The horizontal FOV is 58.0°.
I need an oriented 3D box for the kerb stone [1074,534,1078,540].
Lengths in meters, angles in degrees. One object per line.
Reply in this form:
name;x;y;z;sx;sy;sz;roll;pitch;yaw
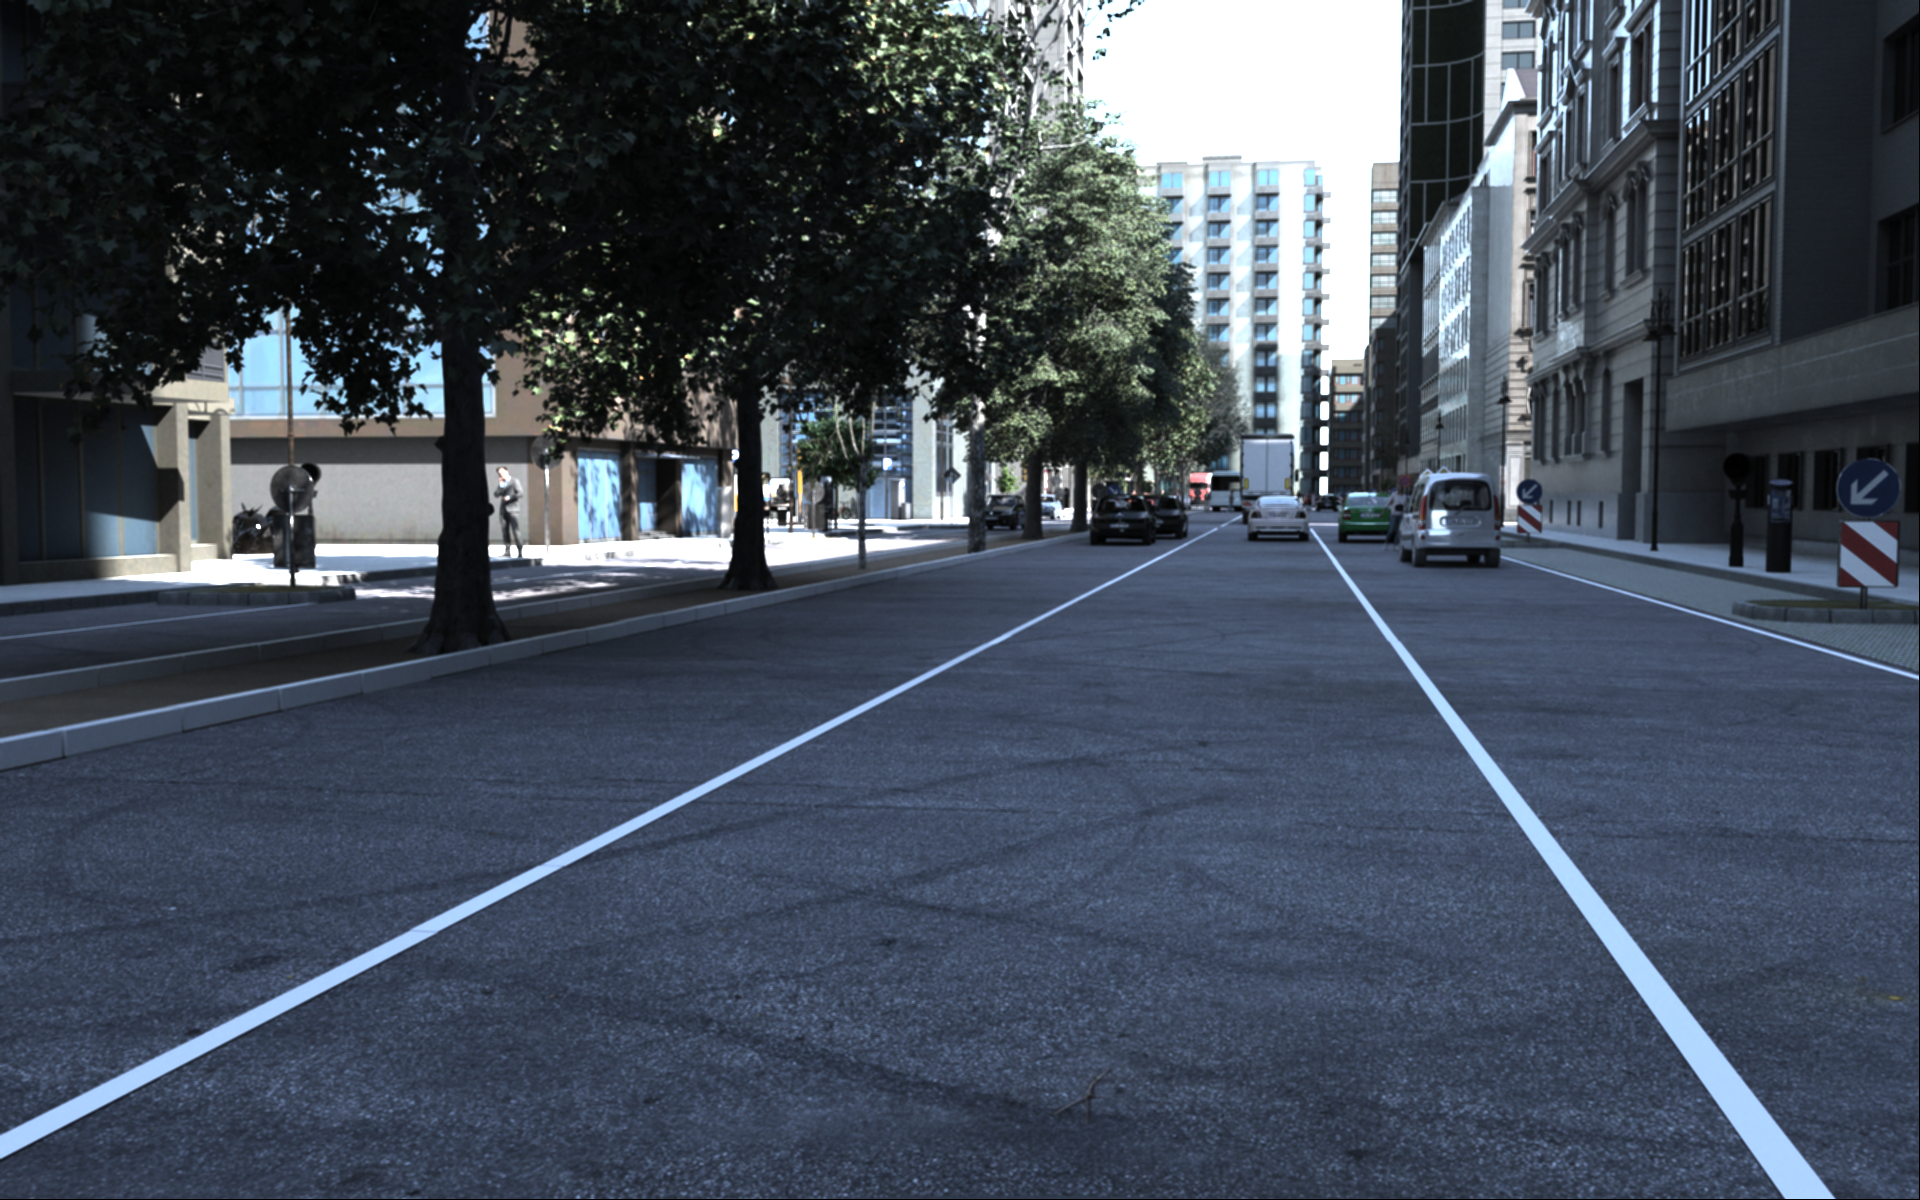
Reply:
kerb stone;3.498;-1.959;54.267;0.120;0.150;1.000;1;4;11

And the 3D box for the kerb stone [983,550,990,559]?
kerb stone;0.472;-0.968;38.138;0.120;0.150;1.000;1;4;11

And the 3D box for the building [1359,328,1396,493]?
building;59.433;-21.222;192.017;27.650;21.520;28.899;1;4;11

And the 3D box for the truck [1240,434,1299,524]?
truck;15.382;-5.948;86.168;2.839;4.237;11.283;1;4;11

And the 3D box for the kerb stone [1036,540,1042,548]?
kerb stone;1.985;-1.468;46.190;0.120;0.150;1.000;1;4;11

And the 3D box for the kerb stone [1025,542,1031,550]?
kerb stone;1.605;-1.344;44.177;0.120;0.150;1.000;1;4;11

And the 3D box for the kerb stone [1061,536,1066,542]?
kerb stone;2.930;-1.776;51.235;0.120;0.150;1.000;1;4;11

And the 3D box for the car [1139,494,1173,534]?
car;6.988;-3.250;62.920;2.009;1.686;4.222;1;4;11

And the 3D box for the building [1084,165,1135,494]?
building;2.640;-30.413;189.125;32.217;40.220;23.993;1;4;11

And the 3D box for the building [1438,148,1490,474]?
building;31.941;-14.589;93.280;10.420;20.320;16.860;1;4;11

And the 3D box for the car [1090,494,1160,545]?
car;4.720;-2.447;49.795;2.009;1.686;4.222;1;4;9

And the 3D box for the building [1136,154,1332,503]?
building;37.110;-38.356;246.728;30.456;49.044;23.786;1;4;11

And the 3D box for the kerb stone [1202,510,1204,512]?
kerb stone;18.905;-6.985;136.410;0.120;0.150;1.000;1;4;11

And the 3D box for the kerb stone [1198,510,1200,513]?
kerb stone;17.774;-6.612;130.353;0.120;0.150;1.000;1;4;11

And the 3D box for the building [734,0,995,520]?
building;-9.477;-48.162;100.113;22.319;86.520;31.000;1;4;11

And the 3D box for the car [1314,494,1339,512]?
car;30.478;-8.200;143.850;2.009;1.686;4.222;1;4;9

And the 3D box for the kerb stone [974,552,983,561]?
kerb stone;0.286;-0.914;37.132;0.120;0.150;1.000;1;4;11

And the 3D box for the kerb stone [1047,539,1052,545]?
kerb stone;2.363;-1.591;48.204;0.120;0.150;1.000;1;4;11

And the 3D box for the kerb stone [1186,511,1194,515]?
kerb stone;16.256;-6.122;122.290;0.120;0.150;1.000;1;4;11

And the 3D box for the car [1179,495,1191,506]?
car;23.785;-10.621;186.011;2.083;1.381;4.827;1;4;9

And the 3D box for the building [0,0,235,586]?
building;-23.532;-22.380;20.543;22.147;44.769;28.867;1;4;11

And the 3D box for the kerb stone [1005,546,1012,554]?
kerb stone;1.036;-1.160;41.160;0.120;0.150;1.000;1;4;11

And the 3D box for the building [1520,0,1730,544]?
building;25.919;-16.302;53.922;14.401;28.519;23.554;1;4;11

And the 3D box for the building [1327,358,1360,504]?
building;67.113;-24.472;245.154;28.899;21.520;27.650;1;4;11

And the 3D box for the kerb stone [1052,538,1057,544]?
kerb stone;2.551;-1.653;49.227;0.120;0.150;1.000;1;4;11

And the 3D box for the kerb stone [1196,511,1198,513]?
kerb stone;17.199;-6.430;127.326;0.120;0.150;1.000;1;4;11

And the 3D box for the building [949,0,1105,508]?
building;3.407;-44.465;165.262;20.563;71.187;20.611;1;4;11

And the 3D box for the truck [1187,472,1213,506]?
truck;30.577;-14.098;219.414;2.839;4.237;11.283;1;4;12

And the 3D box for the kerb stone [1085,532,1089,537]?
kerb stone;4.067;-2.143;57.293;0.120;0.150;1.000;1;4;11

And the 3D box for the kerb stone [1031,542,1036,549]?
kerb stone;1.790;-1.404;45.187;0.120;0.150;1.000;1;4;11

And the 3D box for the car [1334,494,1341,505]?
car;47.040;-12.801;218.097;1.959;1.807;4.718;1;4;13

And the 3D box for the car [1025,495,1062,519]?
car;4.792;-5.335;99.233;2.014;1.417;4.499;1;4;11

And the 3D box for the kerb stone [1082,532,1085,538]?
kerb stone;3.875;-2.085;56.284;0.120;0.150;1.000;1;4;11

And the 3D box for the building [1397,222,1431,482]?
building;42.100;-19.239;133.621;14.314;24.678;30.058;1;4;11

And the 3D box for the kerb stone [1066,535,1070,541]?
kerb stone;3.117;-1.836;52.251;0.120;0.150;1.000;1;4;11

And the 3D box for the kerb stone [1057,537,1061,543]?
kerb stone;2.747;-1.713;50.230;0.120;0.150;1.000;1;4;11

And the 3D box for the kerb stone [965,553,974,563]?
kerb stone;0.096;-0.852;36.127;0.120;0.150;1.000;1;4;11

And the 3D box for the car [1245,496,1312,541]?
car;10.016;-2.575;54.469;2.083;1.381;4.827;1;4;10

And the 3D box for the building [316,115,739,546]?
building;-14.957;-24.392;48.915;14.600;45.320;14.200;1;4;11

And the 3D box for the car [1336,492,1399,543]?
car;12.394;-2.674;52.520;1.959;1.807;4.718;1;4;12

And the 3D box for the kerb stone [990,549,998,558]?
kerb stone;0.668;-1.036;39.140;0.120;0.150;1.000;1;4;11

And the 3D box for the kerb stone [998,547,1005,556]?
kerb stone;0.847;-1.098;40.146;0.120;0.150;1.000;1;4;11

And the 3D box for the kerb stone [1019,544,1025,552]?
kerb stone;1.419;-1.283;43.171;0.120;0.150;1.000;1;4;11

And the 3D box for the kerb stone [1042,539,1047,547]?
kerb stone;2.180;-1.529;47.198;0.120;0.150;1.000;1;4;11

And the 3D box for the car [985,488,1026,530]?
car;1.663;-3.683;70.004;2.009;1.686;4.222;1;4;12

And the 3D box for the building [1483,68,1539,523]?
building;33.881;-14.089;79.506;18.267;20.994;9.793;1;4;11

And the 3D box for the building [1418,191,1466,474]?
building;34.938;-15.987;110.535;9.793;20.994;18.267;1;4;11

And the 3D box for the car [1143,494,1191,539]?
car;6.503;-2.859;56.525;2.009;1.686;4.222;1;4;10

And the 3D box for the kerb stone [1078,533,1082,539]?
kerb stone;3.687;-2.018;55.280;0.120;0.150;1.000;1;4;11

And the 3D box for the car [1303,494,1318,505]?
car;45.298;-13.128;223.676;2.155;1.783;4.494;1;4;10

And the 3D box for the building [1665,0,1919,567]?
building;21.810;-12.725;27.116;14.314;24.678;30.058;1;4;11

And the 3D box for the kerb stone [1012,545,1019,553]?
kerb stone;1.235;-1.221;42.166;0.120;0.150;1.000;1;4;11

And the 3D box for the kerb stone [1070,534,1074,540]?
kerb stone;3.302;-1.893;53.263;0.120;0.150;1.000;1;4;11

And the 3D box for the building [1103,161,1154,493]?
building;9.662;-34.589;220.152;28.867;44.769;22.147;1;4;11

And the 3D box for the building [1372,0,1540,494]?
building;51.192;-44.566;166.903;20.563;71.187;20.611;1;4;11

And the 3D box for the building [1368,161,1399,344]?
building;57.622;-32.461;214.335;14.154;41.232;14.086;1;4;11
